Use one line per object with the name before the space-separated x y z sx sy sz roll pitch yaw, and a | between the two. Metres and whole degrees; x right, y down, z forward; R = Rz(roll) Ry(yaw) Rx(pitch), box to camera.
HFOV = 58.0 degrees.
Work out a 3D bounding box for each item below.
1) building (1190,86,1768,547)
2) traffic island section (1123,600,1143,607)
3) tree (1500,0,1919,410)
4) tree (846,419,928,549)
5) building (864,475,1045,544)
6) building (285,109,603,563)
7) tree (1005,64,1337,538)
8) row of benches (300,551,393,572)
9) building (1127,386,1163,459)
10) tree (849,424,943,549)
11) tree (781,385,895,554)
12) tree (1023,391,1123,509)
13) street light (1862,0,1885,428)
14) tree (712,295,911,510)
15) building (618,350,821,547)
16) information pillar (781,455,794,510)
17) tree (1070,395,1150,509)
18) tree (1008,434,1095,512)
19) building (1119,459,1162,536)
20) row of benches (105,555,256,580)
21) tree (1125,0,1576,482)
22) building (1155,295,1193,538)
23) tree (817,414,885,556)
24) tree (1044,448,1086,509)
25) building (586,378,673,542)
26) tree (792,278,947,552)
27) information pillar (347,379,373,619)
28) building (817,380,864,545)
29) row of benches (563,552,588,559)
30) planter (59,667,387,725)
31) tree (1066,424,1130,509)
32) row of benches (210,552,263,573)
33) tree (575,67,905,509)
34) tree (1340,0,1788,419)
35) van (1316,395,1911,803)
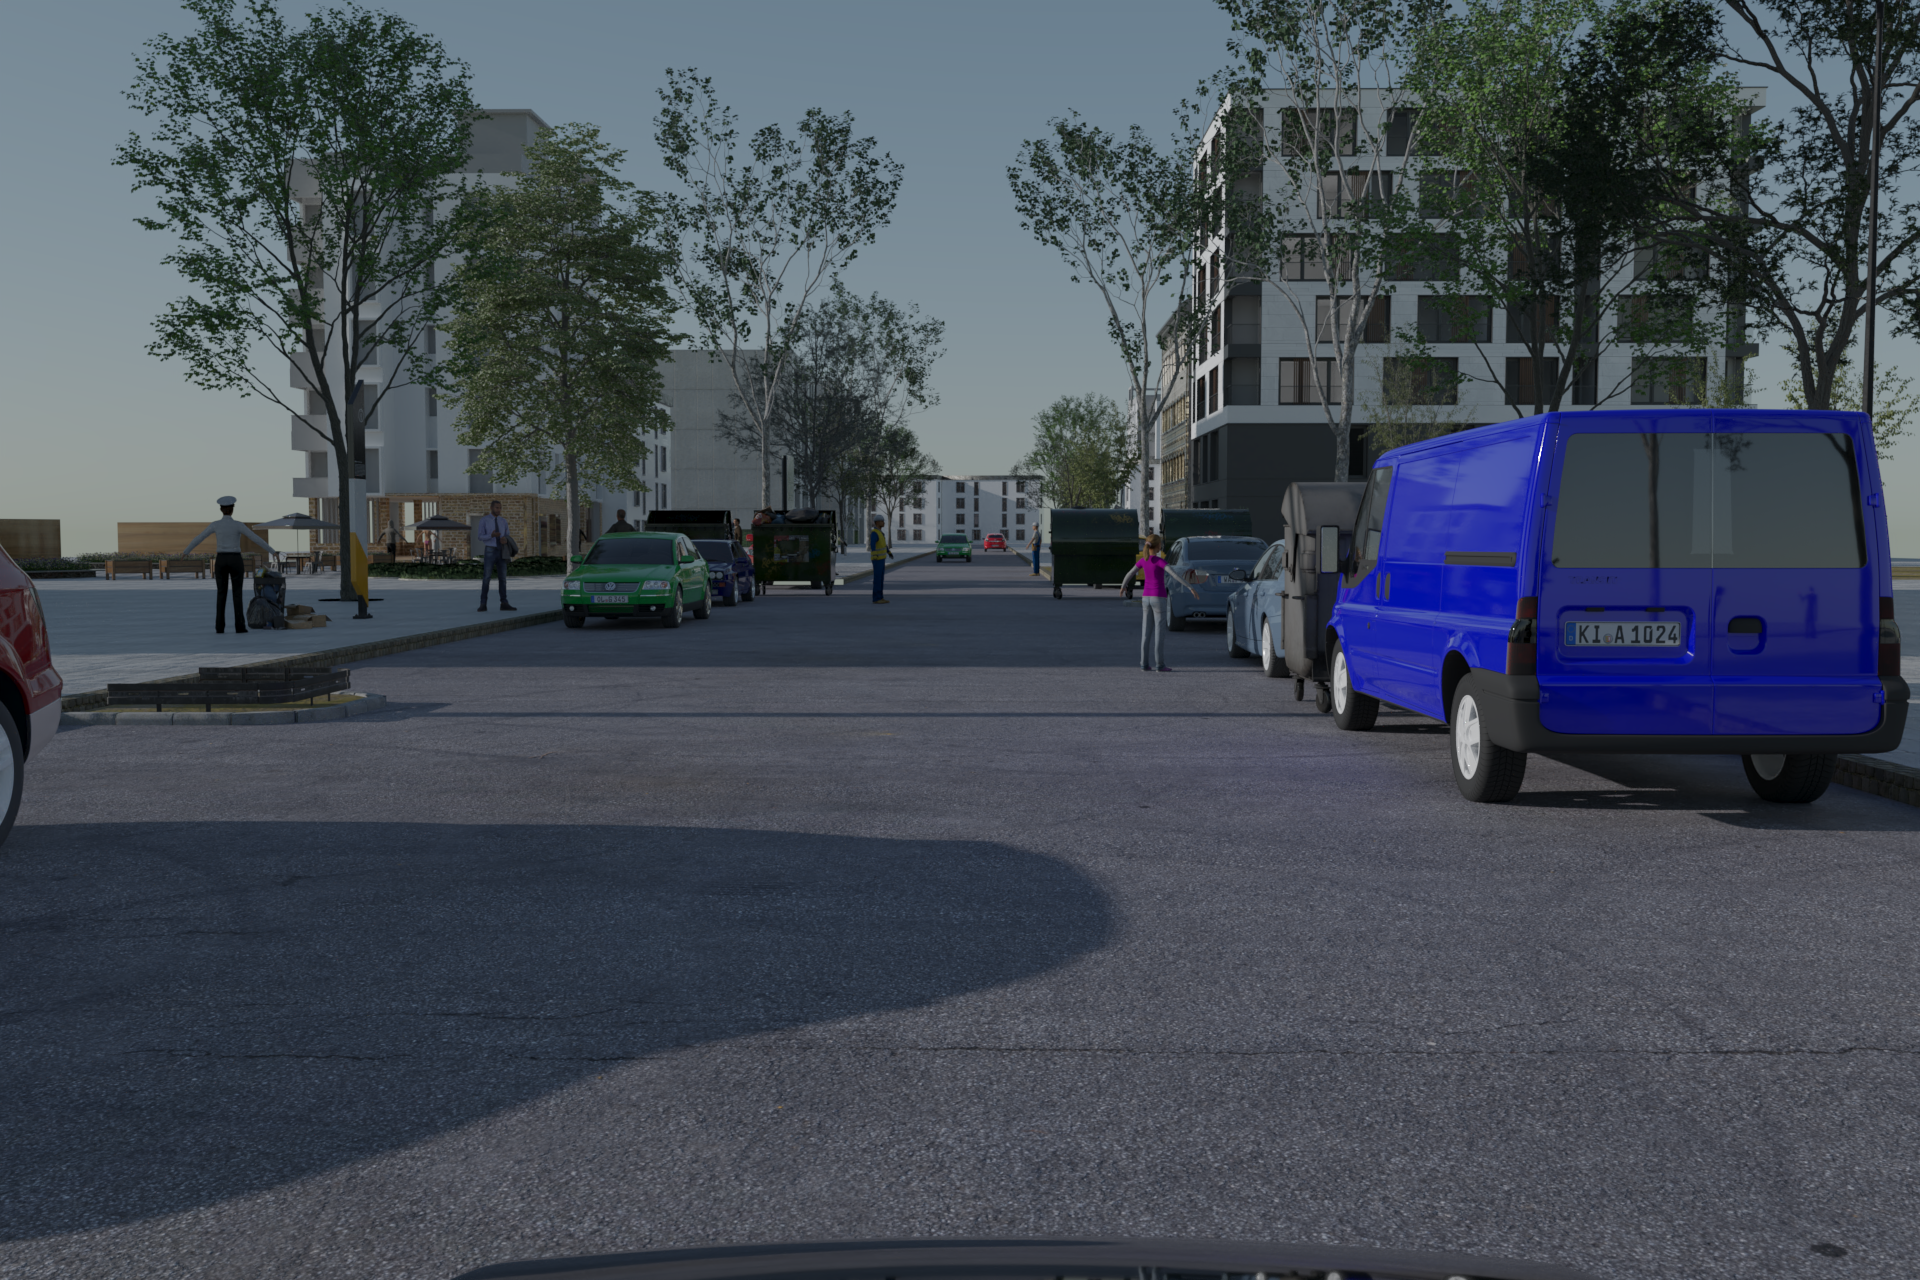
building | 26.518 -15.408 95.898 27.936 21.610 32.646 0 4 1
traffic island section | 4.292 -0.726 34.730 1.991 0.108 1.994 0 4 1
tree | 9.563 -5.213 19.644 7.601 10.594 8.767 -2 4 -28
tree | -6.343 -13.975 154.244 9.928 11.665 9.643 0 3 0
building | -2.458 -18.375 245.033 28.070 9.664 9.099 1 4 10
building | -24.060 -13.590 78.622 16.016 20.090 11.380 0 4 1
tree | 8.829 -13.062 69.457 12.611 20.169 13.585 0 3 0
row of benches | -21.422 -2.773 60.809 1.422 0.672 4.104 1 4 23
building | 26.374 -22.270 220.536 16.016 20.090 11.380 0 4 1
tree | -5.881 -12.814 143.917 8.767 10.594 7.601 -1 4 -17
tree | -7.732 -10.682 109.059 7.601 10.594 8.767 -1 4 -22
tree | 8.304 -12.277 126.489 9.928 11.665 9.643 0 3 0
street light | 7.803 -2.524 13.805 1.470 5.913 1.316 0 4 0
tree | -7.583 -10.961 89.585 12.009 13.543 11.850 0 3 0
building | -24.308 -19.290 181.844 16.747 18.905 31.486 0 4 0
information pillar | -5.177 -3.721 52.152 0.184 3.620 1.656 0 4 1
tree | 8.209 -8.651 91.809 4.737 8.622 4.395 0 3 0
tree | 8.789 -13.403 153.551 8.767 10.594 7.601 -1 4 -22
building | 23.346 -15.338 192.916 9.099 9.664 28.070 0 4 1
row of benches | -22.204 -2.091 49.645 4.104 0.672 1.422 -3 5 -42
tree | 11.086 -11.763 48.222 12.611 20.169 13.585 0 3 0
building | 24.393 -17.847 122.733 19.493 23.208 18.063 0 4 1
tree | -6.891 -9.179 100.443 4.360 8.622 3.978 0 3 0
tree | 9.026 -11.936 145.518 4.360 8.622 3.978 0 3 0
building | -22.153 -10.046 106.398 9.099 9.664 28.070 0 4 0
tree | -6.938 -16.617 127.575 12.611 20.169 13.585 0 3 0
information pillar | -9.069 -2.125 26.102 0.183 3.616 0.504 0 4 2
building | -21.665 -21.340 215.366 16.747 18.905 31.486 0 4 2
row of benches | -13.080 -2.832 61.761 1.422 0.672 4.104 1 4 12
planter | -5.778 0.440 13.953 1.991 0.319 1.994 0 4 1
tree | 9.018 -10.073 115.056 4.737 8.622 4.395 0 3 0
row of benches | -24.381 -2.632 58.492 1.422 0.672 4.104 0 4 -7
tree | -9.454 -13.226 72.132 12.611 20.169 13.585 0 3 0
tree | 10.540 -6.443 31.105 9.928 11.665 9.643 0 3 0
van | 3.666 -0.398 10.886 2.240 2.365 5.245 0 4 0
